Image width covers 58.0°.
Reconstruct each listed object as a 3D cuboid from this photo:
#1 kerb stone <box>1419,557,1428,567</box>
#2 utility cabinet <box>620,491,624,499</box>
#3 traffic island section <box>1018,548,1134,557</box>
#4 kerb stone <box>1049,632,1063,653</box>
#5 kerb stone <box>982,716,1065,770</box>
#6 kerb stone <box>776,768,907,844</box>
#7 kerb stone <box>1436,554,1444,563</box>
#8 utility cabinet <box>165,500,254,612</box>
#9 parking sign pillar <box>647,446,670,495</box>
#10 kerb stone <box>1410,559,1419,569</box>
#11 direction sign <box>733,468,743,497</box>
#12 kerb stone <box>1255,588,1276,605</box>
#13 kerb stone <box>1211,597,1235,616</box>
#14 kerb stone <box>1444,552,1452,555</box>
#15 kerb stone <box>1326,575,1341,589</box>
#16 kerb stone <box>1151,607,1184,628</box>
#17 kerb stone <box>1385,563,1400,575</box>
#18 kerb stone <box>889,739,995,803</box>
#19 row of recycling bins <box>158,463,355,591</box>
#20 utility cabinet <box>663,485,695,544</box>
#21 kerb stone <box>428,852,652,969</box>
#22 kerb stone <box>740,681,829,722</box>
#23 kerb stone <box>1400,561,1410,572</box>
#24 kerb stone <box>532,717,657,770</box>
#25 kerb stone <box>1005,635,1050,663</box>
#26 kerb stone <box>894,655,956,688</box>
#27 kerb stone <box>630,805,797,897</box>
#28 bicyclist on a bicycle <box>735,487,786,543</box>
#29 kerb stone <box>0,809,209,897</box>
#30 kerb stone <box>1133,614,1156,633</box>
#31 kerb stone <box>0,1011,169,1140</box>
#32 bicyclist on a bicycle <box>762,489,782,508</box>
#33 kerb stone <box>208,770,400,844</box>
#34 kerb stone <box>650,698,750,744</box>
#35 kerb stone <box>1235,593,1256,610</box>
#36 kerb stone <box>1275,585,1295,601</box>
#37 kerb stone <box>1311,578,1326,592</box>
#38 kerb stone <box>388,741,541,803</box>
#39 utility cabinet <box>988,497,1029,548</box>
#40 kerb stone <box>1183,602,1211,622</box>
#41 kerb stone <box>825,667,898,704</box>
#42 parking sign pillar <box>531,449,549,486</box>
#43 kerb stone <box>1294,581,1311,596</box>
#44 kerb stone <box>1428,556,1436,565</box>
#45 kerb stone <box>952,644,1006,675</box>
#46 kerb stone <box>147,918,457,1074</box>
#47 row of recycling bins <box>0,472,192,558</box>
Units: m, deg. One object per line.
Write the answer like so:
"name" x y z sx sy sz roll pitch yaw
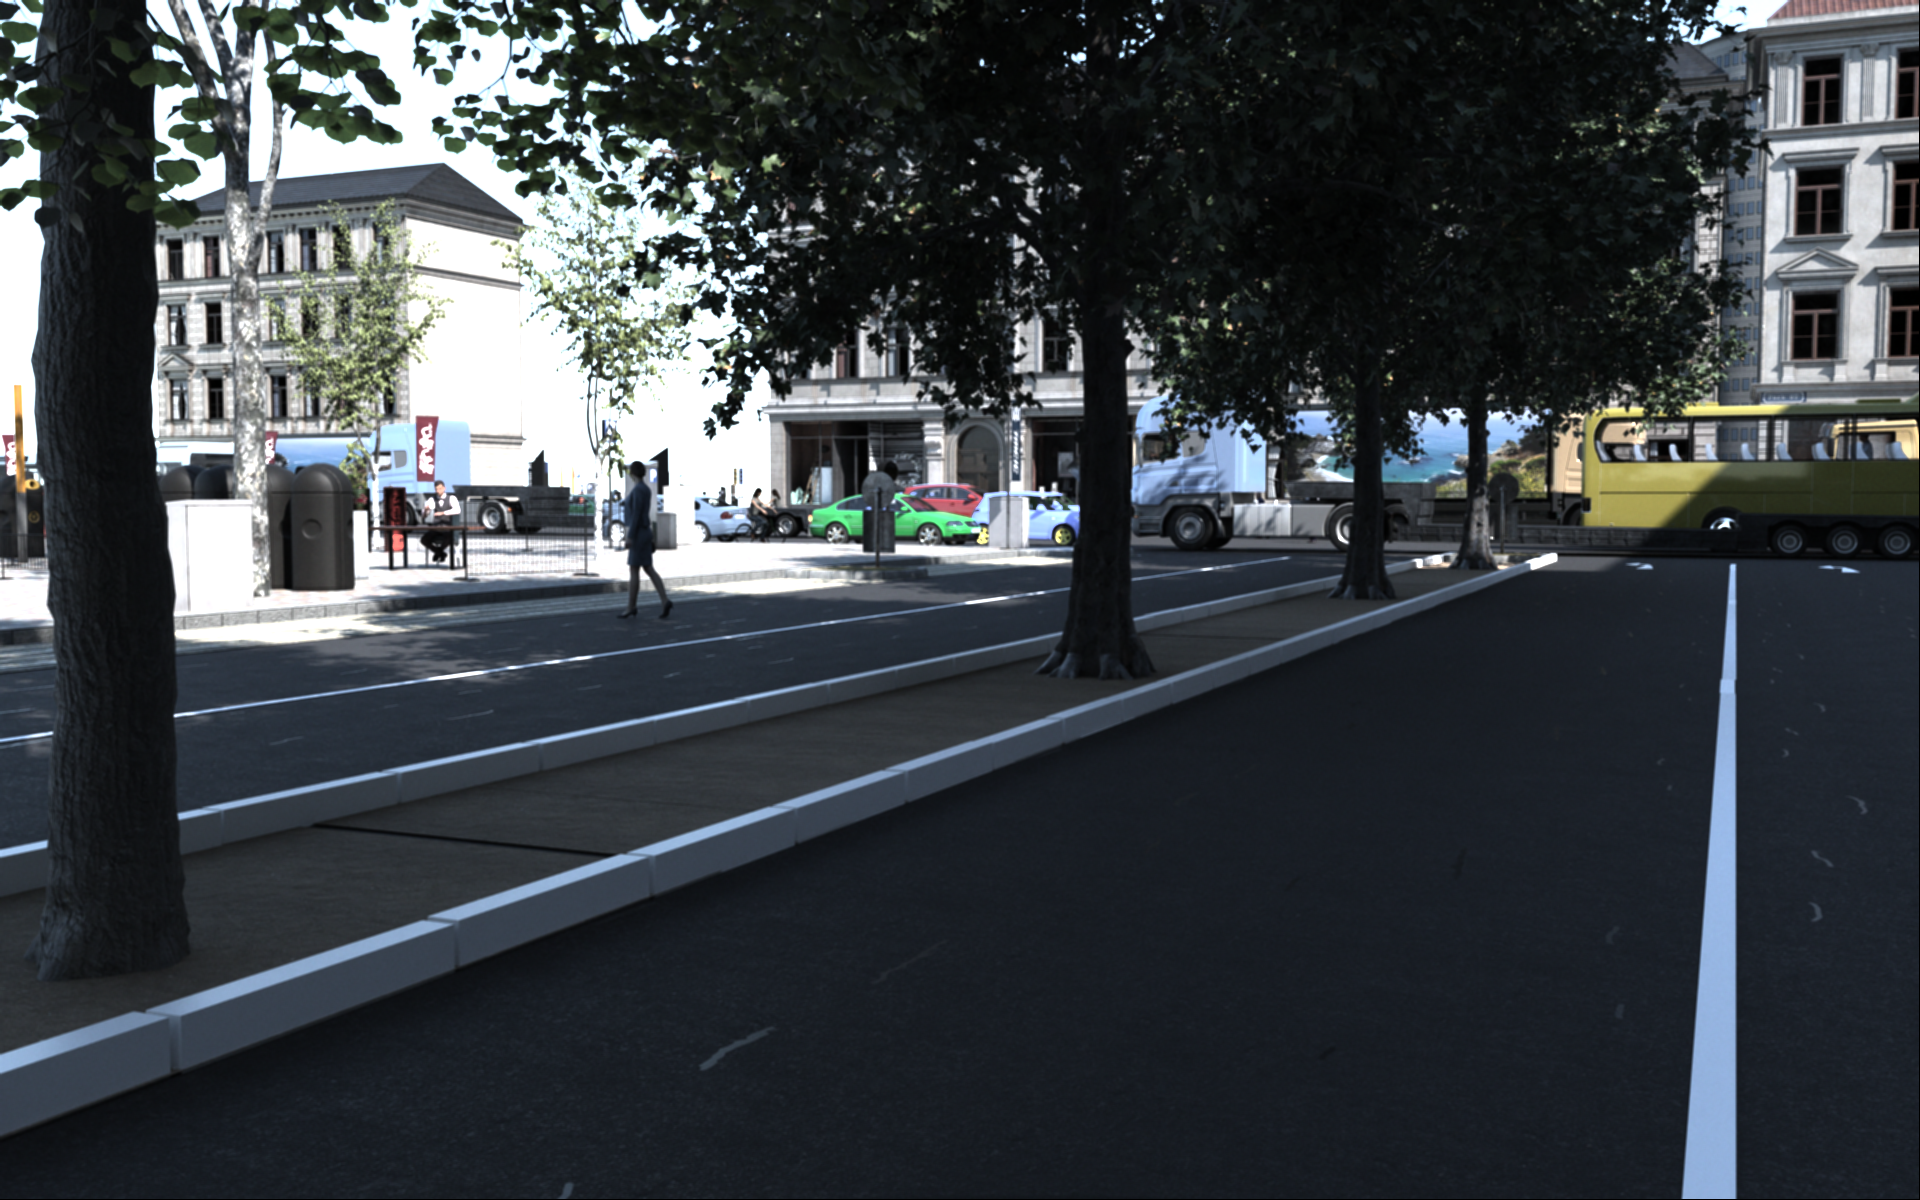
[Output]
"kerb stone" 8.953 -0.712 33.843 0.120 0.150 1.000 2 4 24
"utility cabinet" -25.092 -7.296 127.962 1.173 1.500 0.318 0 4 -2
"traffic island section" 2.807 -1.106 40.369 2.009 0.180 2.903 2 4 24
"kerb stone" 0.945 0.381 15.970 0.120 0.150 1.000 2 4 24
"kerb stone" 0.326 0.784 9.454 0.120 0.150 1.000 2 4 24
"kerb stone" -0.515 0.896 7.568 0.120 0.150 1.000 2 4 24
"kerb stone" 9.790 -0.826 35.722 0.120 0.150 1.000 2 4 24
"utility cabinet" -8.359 -0.499 19.325 0.306 1.237 1.020 1 4 19
"parking sign pillar" -17.037 -6.677 97.634 1.447 3.967 1.447 0 4 -1
"kerb stone" 8.529 -0.655 32.903 0.120 0.150 1.000 2 4 24
"direction sign" -19.057 -9.595 148.880 0.876 3.537 0.379 -1 4 -23
"kerb stone" 3.908 -0.023 22.575 0.120 0.150 1.000 2 4 24
"kerb stone" 3.064 0.094 20.682 0.120 0.150 1.000 2 4 24
"kerb stone" 10.220 -0.884 36.655 0.120 0.150 1.000 2 4 24
"kerb stone" 5.594 -0.253 26.328 0.120 0.150 1.000 2 4 24
"kerb stone" 2.204 0.208 18.802 0.120 0.150 1.000 2 4 24
"kerb stone" 7.693 -0.540 31.028 0.120 0.150 1.000 2 4 24
"kerb stone" -0.091 0.837 8.516 0.120 0.150 1.000 2 4 24
"row of recycling bins" -9.716 -1.021 23.802 3.534 1.692 1.069 2 4 30
"utility cabinet" -7.118 -2.149 43.819 0.318 1.500 1.173 1 4 17
"kerb stone" -1.358 1.009 5.695 0.120 0.150 1.000 2 4 24
"kerb stone" -1.159 0.668 11.278 0.120 0.150 1.000 2 4 24
"kerb stone" 8.113 -0.597 31.964 0.120 0.150 1.000 2 4 24
"kerb stone" -1.995 0.783 9.392 0.120 0.150 1.000 2 4 24
"kerb stone" 0.525 0.440 15.033 0.120 0.150 1.000 2 4 24
"kerb stone" -0.310 0.553 13.147 0.120 0.150 1.000 2 4 24
"kerb stone" -0.933 0.952 6.629 0.120 0.150 1.000 2 4 24
"bicyclist on a bicycle" -5.424 -2.263 47.026 1.625 1.676 1.499 2 4 25
"kerb stone" -3.247 0.955 6.576 0.120 0.150 1.000 2 4 24
"kerb stone" 1.787 0.274 17.856 0.120 0.150 1.000 2 4 24
"kerb stone" -2.199 1.125 3.822 0.120 0.150 1.000 2 4 24
"bicyclist on a bicycle" -7.016 -3.375 65.195 1.625 1.676 1.499 2 4 24
"kerb stone" -2.842 0.898 7.519 0.120 0.150 1.000 2 4 24
"kerb stone" -1.579 0.728 10.337 0.120 0.150 1.000 2 4 24
"kerb stone" 3.481 0.034 21.636 0.120 0.150 1.000 2 4 24
"kerb stone" 4.331 -0.081 23.514 0.120 0.150 1.000 2 4 24
"kerb stone" 5.166 -0.195 25.391 0.120 0.150 1.000 2 4 24
"kerb stone" -2.421 0.840 8.458 0.120 0.150 1.000 2 4 24
"utility cabinet" 1.169 -1.861 41.588 1.020 1.237 0.306 3 4 37
"kerb stone" 2.636 0.152 19.748 0.120 0.150 1.000 2 4 24
"kerb stone" -0.730 0.611 12.210 0.120 0.150 1.000 2 4 24
"parking sign pillar" -25.179 -7.057 103.849 1.447 3.967 1.447 3 5 43
"kerb stone" 4.749 -0.138 24.453 0.120 0.150 1.000 2 4 24
"kerb stone" 9.371 -0.764 34.781 0.120 0.150 1.000 2 4 24
"kerb stone" 0.109 0.496 14.094 0.120 0.150 1.000 2 4 24
"kerb stone" -1.773 1.072 4.756 0.120 0.150 1.000 2 4 24
"row of recycling bins" -18.033 -1.765 35.970 3.534 1.692 1.069 -3 4 -37
